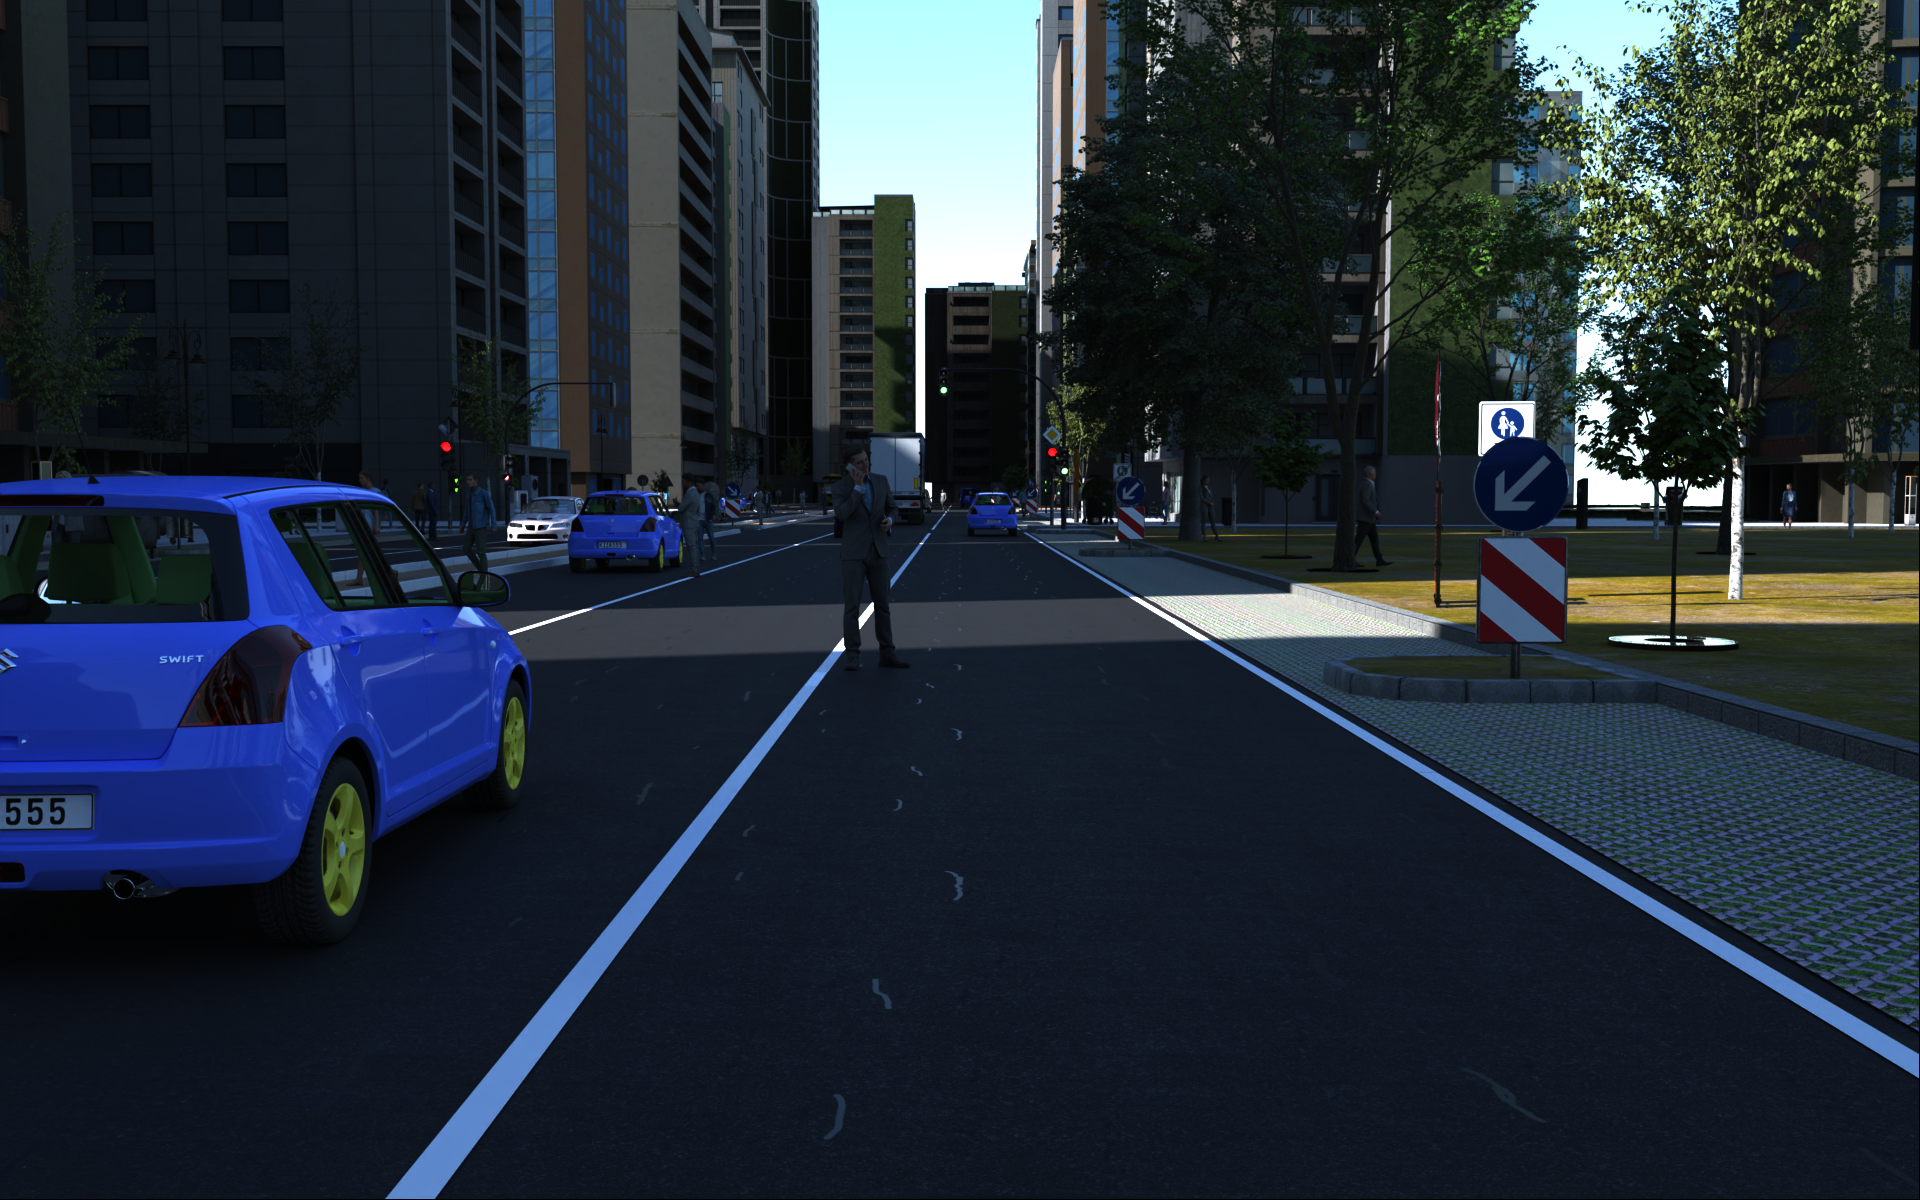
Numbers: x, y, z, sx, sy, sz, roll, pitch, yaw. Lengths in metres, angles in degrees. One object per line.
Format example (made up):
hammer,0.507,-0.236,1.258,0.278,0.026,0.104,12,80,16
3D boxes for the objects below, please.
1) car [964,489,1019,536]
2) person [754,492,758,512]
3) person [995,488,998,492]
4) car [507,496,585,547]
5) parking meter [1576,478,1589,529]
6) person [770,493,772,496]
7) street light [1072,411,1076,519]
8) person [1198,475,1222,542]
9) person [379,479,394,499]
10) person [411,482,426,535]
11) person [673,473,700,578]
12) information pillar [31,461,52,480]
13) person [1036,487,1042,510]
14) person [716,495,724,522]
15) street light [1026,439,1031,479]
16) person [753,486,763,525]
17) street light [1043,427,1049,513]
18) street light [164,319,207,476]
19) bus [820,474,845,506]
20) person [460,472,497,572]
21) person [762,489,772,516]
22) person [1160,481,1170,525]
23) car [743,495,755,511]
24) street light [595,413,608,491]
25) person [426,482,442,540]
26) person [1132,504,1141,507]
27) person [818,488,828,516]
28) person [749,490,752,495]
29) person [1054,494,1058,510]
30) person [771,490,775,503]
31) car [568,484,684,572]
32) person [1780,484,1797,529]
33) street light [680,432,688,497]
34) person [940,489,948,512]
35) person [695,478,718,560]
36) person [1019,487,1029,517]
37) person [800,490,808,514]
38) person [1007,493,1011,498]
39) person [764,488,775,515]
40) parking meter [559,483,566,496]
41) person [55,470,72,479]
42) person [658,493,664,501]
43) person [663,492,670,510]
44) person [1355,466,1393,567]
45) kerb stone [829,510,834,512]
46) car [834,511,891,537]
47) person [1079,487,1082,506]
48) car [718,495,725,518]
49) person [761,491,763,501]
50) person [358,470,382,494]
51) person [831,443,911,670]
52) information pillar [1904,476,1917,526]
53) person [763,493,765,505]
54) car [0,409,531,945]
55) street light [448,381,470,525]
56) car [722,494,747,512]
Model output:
car,1.097,-3.080,59.956,1.945,1.707,3.694,0,4,0
person,-16.391,-8.013,139.534,0.620,1.820,0.660,2,4,24
person,1.893,-5.092,92.103,0.624,1.780,0.694,-1,4,-12
car,-11.383,-2.221,48.671,2.083,1.381,4.827,0,4,-1
parking meter,22.723,-3.519,63.253,0.255,1.863,0.399,-1,4,-16
person,-21.517,-11.510,193.860,1.348,1.869,0.705,3,4,37
street light,5.794,-7.048,88.020,0.468,5.910,1.993,0,3,0
person,6.749,-2.471,46.719,0.573,1.790,0.520,2,4,32
person,-20.561,-3.418,61.908,0.794,1.824,0.713,3,4,37
person,-18.874,-3.194,60.640,0.656,1.842,0.836,-2,4,-24
person,-4.720,-1.298,29.895,0.466,1.800,0.511,-1,4,-10
information pillar,-20.411,-2.083,38.546,0.304,2.012,0.304,2,4,26
person,6.339,-8.231,140.650,0.654,1.822,0.581,1,4,19
person,-12.452,-4.861,88.254,0.850,1.792,0.678,-2,4,-29
street light,5.747,-10.555,145.356,0.468,5.910,1.993,0,3,0
person,-9.019,-4.196,77.285,0.466,1.800,0.511,0,4,-6
street light,5.821,-8.817,116.952,0.468,5.910,1.993,0,3,0
street light,-20.489,-4.475,45.950,0.468,5.910,1.993,0,3,0
bus,-15.448,-13.660,214.888,2.896,3.916,12.252,0,4,0
person,-7.612,-1.136,27.411,0.601,1.785,0.444,3,5,40
person,-12.571,-6.367,112.941,0.623,1.781,0.721,-1,4,-16
person,8.593,-4.077,72.713,0.388,1.821,0.555,-2,4,-23
car,-18.415,-8.320,148.620,1.945,1.354,3.894,0,4,0
street light,-20.500,-7.731,99.196,0.468,5.910,1.993,0,3,0
person,-16.363,-2.754,53.704,0.419,1.800,0.721,-2,4,-31
person,7.322,-4.037,72.067,0.581,1.822,0.654,-2,4,-34
person,-8.843,-6.320,112.015,0.590,1.801,0.661,-1,4,-21
person,-22.935,-11.132,188.783,0.721,1.736,1.217,0,4,3
person,7.868,-8.085,142.905,0.373,1.253,0.362,3,5,41
person,-21.595,-11.873,200.987,1.217,1.723,0.721,0,4,-2
car,-6.300,-1.429,32.954,1.945,1.707,3.694,0,4,-1
person,31.097,-3.453,64.981,0.581,1.822,0.654,1,4,23
street light,-20.507,-9.529,128.587,0.468,5.910,1.993,0,3,0
person,-1.318,-7.984,139.155,0.709,1.813,0.853,2,4,33
person,-5.570,-1.762,37.655,0.623,1.781,0.721,0,4,-5
person,4.017,-6.051,107.299,0.638,1.841,0.748,1,4,15
person,-11.189,-7.020,123.849,0.480,1.755,0.524,2,4,30
person,6.200,-13.143,221.728,0.445,1.727,0.742,3,4,38
person,-13.100,-6.769,119.021,0.795,1.843,0.661,-1,4,-10
parking meter,-20.848,-5.202,90.766,0.255,1.863,0.399,-2,4,-34
person,-13.989,-1.127,27.118,0.537,1.800,0.526,0,4,6
person,-23.927,-8.037,138.456,0.512,1.701,0.522,-1,4,-22
person,-23.733,-8.183,139.694,0.638,1.841,0.748,2,4,35
person,7.229,-1.467,30.424,0.834,1.777,0.661,0,4,2
kerb stone,-10.206,-6.978,136.284,0.120,0.150,1.000,0,3,0
car,-3.269,-2.813,58.575,1.945,1.354,3.894,0,4,1
person,8.895,-7.273,125.171,1.509,1.804,0.699,3,5,44
car,-15.525,-5.957,106.981,1.945,1.707,3.694,0,4,-1
person,-21.904,-11.329,191.254,0.705,1.826,1.348,-2,4,-30
person,-9.193,-1.125,26.987,0.778,1.811,0.616,-2,4,-28
person,-0.724,-0.358,14.165,0.655,1.846,0.447,-2,4,-27
information pillar,38.618,-4.028,70.347,0.304,2.012,0.304,0,4,-5
person,-22.124,-11.668,196.773,1.348,1.831,0.705,2,4,34
car,-2.829,0.172,6.780,1.945,1.707,3.694,0,4,-2
street light,-20.427,-5.994,70.791,0.468,5.910,1.993,0,3,0
car,-18.372,-8.038,141.018,1.945,1.707,3.694,0,4,-1
